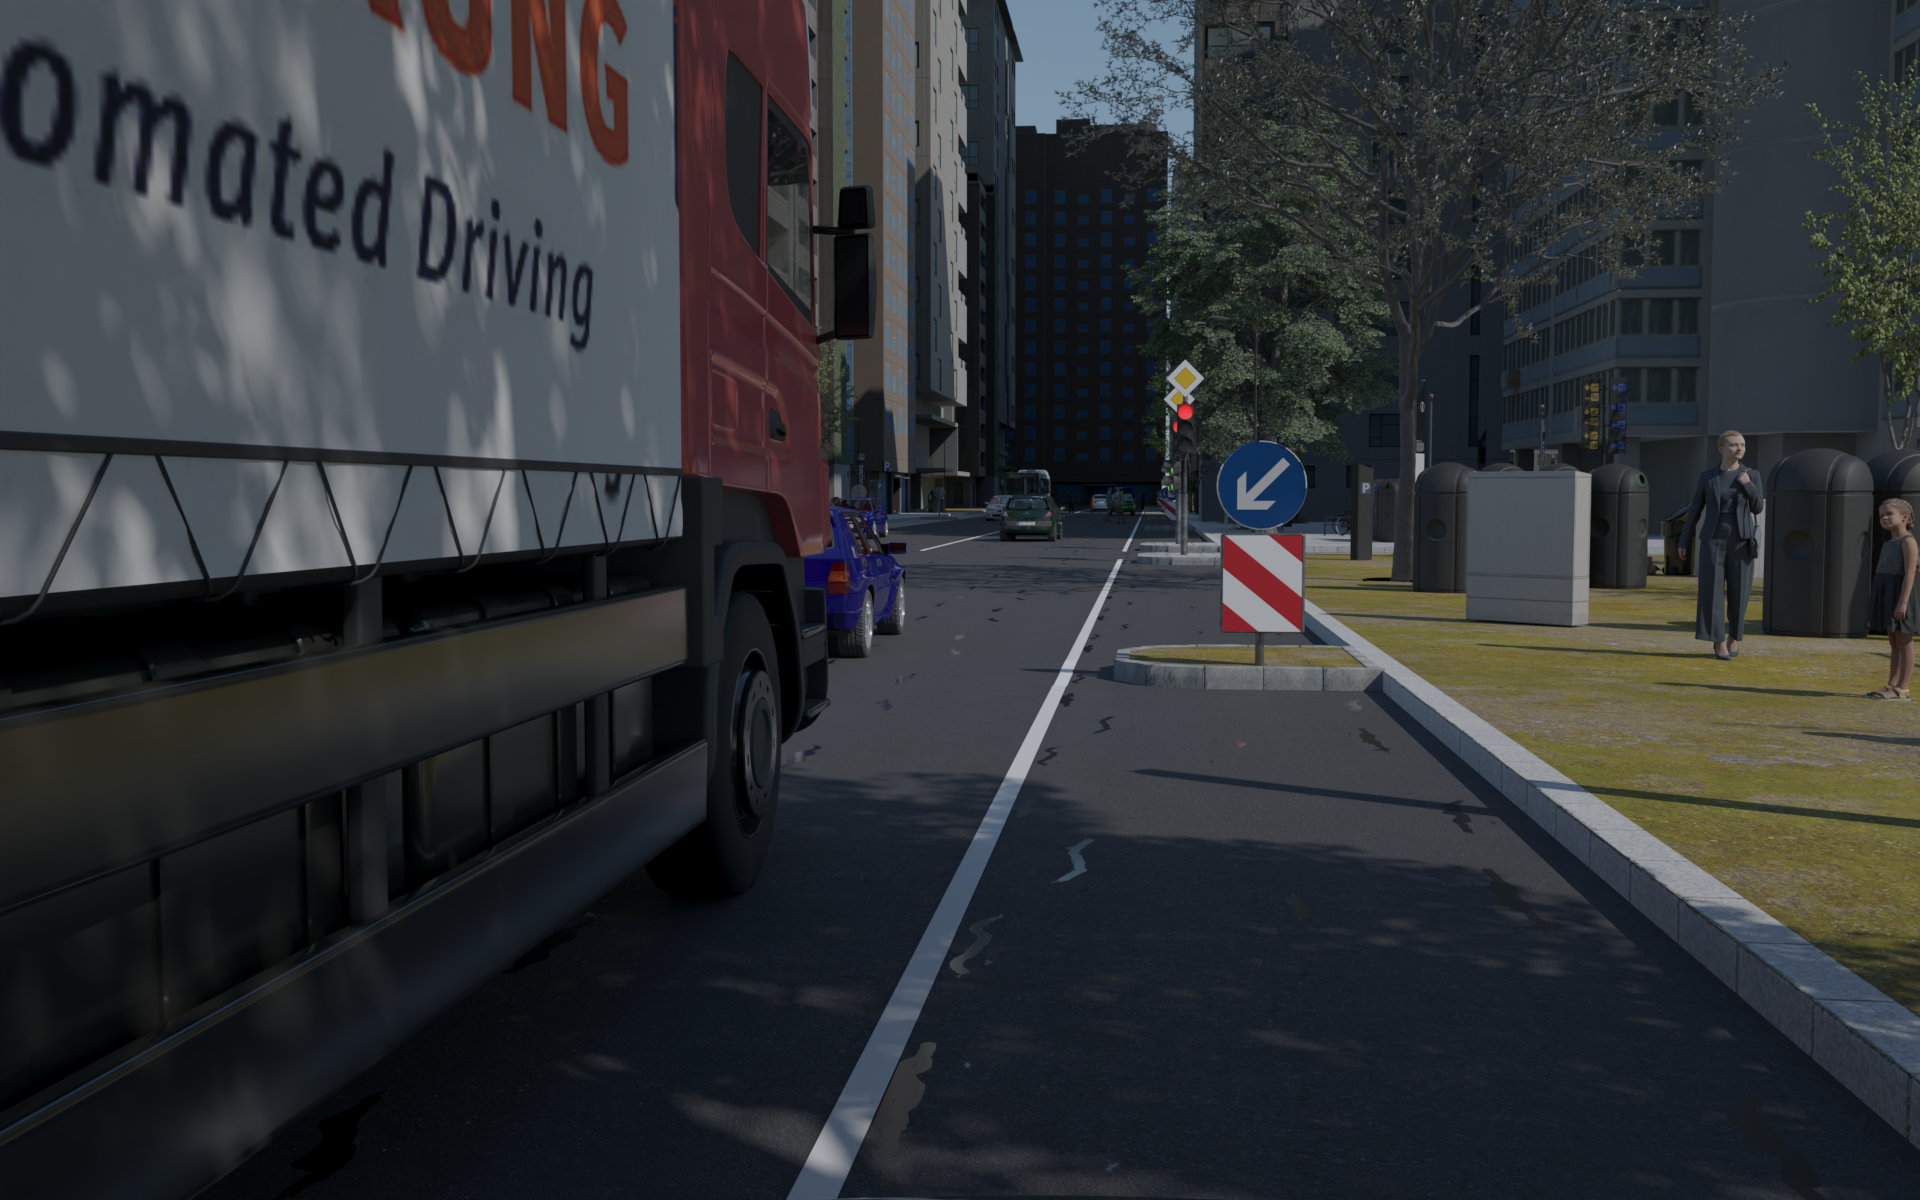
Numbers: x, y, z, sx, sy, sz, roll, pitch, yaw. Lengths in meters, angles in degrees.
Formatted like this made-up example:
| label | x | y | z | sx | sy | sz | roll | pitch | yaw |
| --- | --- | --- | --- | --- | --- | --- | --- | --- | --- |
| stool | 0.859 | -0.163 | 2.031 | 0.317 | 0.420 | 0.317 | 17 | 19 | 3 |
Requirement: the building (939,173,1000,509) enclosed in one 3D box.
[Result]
| label | x | y | z | sx | sy | sz | roll | pitch | yaw |
| --- | --- | --- | --- | --- | --- | --- | --- | --- | --- |
| building | -4.059 | -23.489 | 155.741 | 14.160 | 30.474 | 14.107 | 0 | 4 | 6 |

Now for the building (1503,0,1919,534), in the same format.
| label | x | y | z | sx | sy | sz | roll | pitch | yaw |
| --- | --- | --- | --- | --- | --- | --- | --- | --- | --- |
| building | 31.450 | -22.218 | 55.139 | 23.993 | 40.220 | 32.217 | 0 | 4 | 6 |

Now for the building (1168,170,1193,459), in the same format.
| label | x | y | z | sx | sy | sz | roll | pitch | yaw |
| --- | --- | --- | --- | --- | --- | --- | --- | --- | --- |
| building | 32.200 | -32.070 | 207.937 | 14.086 | 41.232 | 14.154 | 0 | 4 | 6 |

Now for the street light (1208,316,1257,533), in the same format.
| label | x | y | z | sx | sy | sz | roll | pitch | yaw |
| --- | --- | --- | --- | --- | --- | --- | --- | --- | --- |
| street light | 7.162 | -4.448 | 45.265 | 1.470 | 5.913 | 1.316 | 0 | 4 | 6 |

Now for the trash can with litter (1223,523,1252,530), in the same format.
| label | x | y | z | sx | sy | sz | roll | pitch | yaw |
| --- | --- | --- | --- | --- | --- | --- | --- | --- | --- |
| trash can with litter | 10.172 | -3.134 | 62.299 | 1.678 | 1.210 | 2.233 | 0 | 4 | 3 |

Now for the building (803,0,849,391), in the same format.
| label | x | y | z | sx | sy | sz | roll | pitch | yaw |
| --- | --- | --- | --- | --- | --- | --- | --- | --- | --- |
| building | -13.895 | -19.475 | 90.112 | 14.160 | 30.474 | 14.107 | 0 | 4 | 6 |

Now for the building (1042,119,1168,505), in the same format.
| label | x | y | z | sx | sy | sz | roll | pitch | yaw |
| --- | --- | --- | --- | --- | --- | --- | --- | --- | --- |
| building | 17.833 | -34.220 | 209.610 | 14.200 | 45.320 | 14.600 | 0 | 4 | 6 |

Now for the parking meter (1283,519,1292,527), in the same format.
| label | x | y | z | sx | sy | sz | roll | pitch | yaw |
| --- | --- | --- | --- | --- | --- | --- | --- | --- | --- |
| parking meter | 12.740 | -3.775 | 67.440 | 0.399 | 1.863 | 0.255 | -2 | 4 | -29 |

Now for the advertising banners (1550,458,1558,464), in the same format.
| label | x | y | z | sx | sy | sz | roll | pitch | yaw |
| --- | --- | --- | --- | --- | --- | --- | --- | --- | --- |
| advertising banners | 28.071 | -5.348 | 83.632 | 2.074 | 3.025 | 0.090 | -1 | 4 | -21 |

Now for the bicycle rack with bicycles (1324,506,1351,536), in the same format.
| label | x | y | z | sx | sy | sz | roll | pitch | yaw |
| --- | --- | --- | --- | --- | --- | --- | --- | --- | --- |
| bicycle rack with bicycles | 12.422 | -2.425 | 53.028 | 2.852 | 0.926 | 2.925 | -2 | 4 | -33 |

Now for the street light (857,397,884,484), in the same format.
| label | x | y | z | sx | sy | sz | roll | pitch | yaw |
| --- | --- | --- | --- | --- | --- | --- | --- | --- | --- |
| street light | -4.351 | -6.764 | 83.139 | 1.470 | 5.913 | 1.316 | 0 | 4 | 6 |

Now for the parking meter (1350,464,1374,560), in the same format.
| label | x | y | z | sx | sy | sz | roll | pitch | yaw |
| --- | --- | --- | --- | --- | --- | --- | --- | --- | --- |
| parking meter | 7.796 | -1.704 | 33.565 | 0.399 | 1.863 | 0.255 | -1 | 4 | -23 |

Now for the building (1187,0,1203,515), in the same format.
| label | x | y | z | sx | sy | sz | roll | pitch | yaw |
| --- | --- | --- | --- | --- | --- | --- | --- | --- | --- |
| building | 21.497 | -27.929 | 106.750 | 14.600 | 45.320 | 14.200 | 0 | 4 | 6 |

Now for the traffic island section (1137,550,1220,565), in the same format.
| label | x | y | z | sx | sy | sz | roll | pitch | yaw |
| --- | --- | --- | --- | --- | --- | --- | --- | --- | --- |
| traffic island section | 4.725 | -0.862 | 36.375 | 2.009 | 0.180 | 2.903 | 0 | 4 | 6 |

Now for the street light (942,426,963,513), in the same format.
| label | x | y | z | sx | sy | sz | roll | pitch | yaw |
| --- | --- | --- | --- | --- | --- | --- | --- | --- | --- |
| street light | -0.520 | -8.955 | 118.957 | 1.470 | 5.913 | 1.316 | 0 | 4 | 6 |

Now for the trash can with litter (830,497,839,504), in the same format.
| label | x | y | z | sx | sy | sz | roll | pitch | yaw |
| --- | --- | --- | --- | --- | --- | --- | --- | --- | --- |
| trash can with litter | -5.727 | -3.981 | 76.470 | 0.624 | 1.170 | 1.055 | 3 | 5 | 44 |

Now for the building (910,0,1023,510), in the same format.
| label | x | y | z | sx | sy | sz | roll | pitch | yaw |
| --- | --- | --- | --- | --- | --- | --- | --- | --- | --- |
| building | -8.121 | -36.313 | 182.949 | 27.495 | 52.752 | 28.713 | 0 | 4 | 6 |

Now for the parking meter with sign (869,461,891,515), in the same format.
| label | x | y | z | sx | sy | sz | roll | pitch | yaw |
| --- | --- | --- | --- | --- | --- | --- | --- | --- | --- |
| parking meter with sign | -4.504 | -5.888 | 92.535 | 1.738 | 3.016 | 0.543 | 3 | 5 | 43 |

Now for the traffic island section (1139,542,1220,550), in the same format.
| label | x | y | z | sx | sy | sz | roll | pitch | yaw |
| --- | --- | --- | --- | --- | --- | --- | --- | --- | --- |
| traffic island section | 5.606 | -1.347 | 44.311 | 2.009 | 0.180 | 2.903 | 0 | 4 | 6 |

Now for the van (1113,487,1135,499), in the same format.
| label | x | y | z | sx | sy | sz | roll | pitch | yaw |
| --- | --- | --- | --- | --- | --- | --- | --- | --- | --- |
| van | 14.254 | -9.021 | 151.869 | 2.240 | 2.365 | 5.245 | 0 | 4 | 5 |

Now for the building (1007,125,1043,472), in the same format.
| label | x | y | z | sx | sy | sz | roll | pitch | yaw |
| --- | --- | --- | --- | --- | --- | --- | --- | --- | --- |
| building | 3.671 | -34.289 | 210.736 | 14.200 | 45.320 | 14.600 | 0 | 4 | 6 |

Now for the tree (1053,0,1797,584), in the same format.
| label | x | y | z | sx | sy | sz | roll | pitch | yaw |
| --- | --- | --- | --- | --- | --- | --- | --- | --- | --- |
| tree | 6.535 | -7.001 | 24.843 | 12.009 | 13.543 | 11.850 | 0 | 3 | 0 |

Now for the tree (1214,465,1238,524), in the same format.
| label | x | y | z | sx | sy | sz | roll | pitch | yaw |
| --- | --- | --- | --- | --- | --- | --- | --- | --- | --- |
| tree | 11.920 | -4.953 | 75.586 | 1.663 | 3.219 | 1.824 | 0 | 3 | 0 |

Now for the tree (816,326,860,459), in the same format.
| label | x | y | z | sx | sy | sz | roll | pitch | yaw |
| --- | --- | --- | --- | --- | --- | --- | --- | --- | --- |
| tree | -6.639 | -7.739 | 76.896 | 4.737 | 8.622 | 4.395 | 0 | 3 | 0 |

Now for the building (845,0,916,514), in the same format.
| label | x | y | z | sx | sy | sz | roll | pitch | yaw |
| --- | --- | --- | --- | --- | --- | --- | --- | --- | --- |
| building | -10.701 | -28.237 | 111.782 | 14.600 | 45.320 | 14.200 | 0 | 4 | 6 |

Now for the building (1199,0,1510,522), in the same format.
| label | x | y | z | sx | sy | sz | roll | pitch | yaw |
| --- | --- | --- | --- | --- | --- | --- | --- | --- | --- |
| building | 18.900 | -19.177 | 85.243 | 14.160 | 30.474 | 14.107 | 0 | 4 | 6 |

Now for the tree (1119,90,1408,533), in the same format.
| label | x | y | z | sx | sy | sz | roll | pitch | yaw |
| --- | --- | --- | --- | --- | --- | --- | --- | --- | --- |
| tree | 9.979 | -9.119 | 55.744 | 9.857 | 13.997 | 8.962 | 0 | 3 | 0 |

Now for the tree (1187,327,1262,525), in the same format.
| label | x | y | z | sx | sy | sz | roll | pitch | yaw |
| --- | --- | --- | --- | --- | --- | --- | --- | --- | --- |
| tree | 11.069 | -7.435 | 71.932 | 4.360 | 8.622 | 3.978 | 0 | 3 | 0 |

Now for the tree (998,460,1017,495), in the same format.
| label | x | y | z | sx | sy | sz | roll | pitch | yaw |
| --- | --- | --- | --- | --- | --- | --- | --- | --- | --- |
| tree | 3.958 | -11.107 | 165.320 | 4.285 | 4.588 | 4.351 | 0 | 3 | 0 |

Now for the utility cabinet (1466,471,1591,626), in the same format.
| label | x | y | z | sx | sy | sz | roll | pitch | yaw |
| --- | --- | --- | --- | --- | --- | --- | --- | --- | --- |
| utility cabinet | 5.602 | -0.514 | 17.091 | 0.318 | 1.500 | 1.173 | -3 | 5 | -40 |

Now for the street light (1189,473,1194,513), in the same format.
| label | x | y | z | sx | sy | sz | roll | pitch | yaw |
| --- | --- | --- | --- | --- | --- | --- | --- | --- | --- |
| street light | 15.249 | -8.903 | 118.104 | 1.470 | 5.913 | 1.316 | 0 | 4 | 6 |

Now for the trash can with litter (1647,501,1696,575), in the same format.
| label | x | y | z | sx | sy | sz | roll | pitch | yaw |
| --- | --- | --- | --- | --- | --- | --- | --- | --- | --- |
| trash can with litter | 11.163 | -0.980 | 27.405 | 1.055 | 1.170 | 0.624 | 0 | 4 | 6 |

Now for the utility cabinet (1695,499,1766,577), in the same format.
| label | x | y | z | sx | sy | sz | roll | pitch | yaw |
| --- | --- | --- | --- | --- | --- | --- | --- | --- | --- |
| utility cabinet | 11.886 | -0.950 | 26.688 | 1.020 | 1.237 | 0.306 | 0 | 4 | -8 |

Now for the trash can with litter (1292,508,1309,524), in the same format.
| label | x | y | z | sx | sy | sz | roll | pitch | yaw |
| --- | --- | --- | --- | --- | --- | --- | --- | --- | --- |
| trash can with litter | 14.660 | -3.911 | 75.327 | 1.055 | 1.170 | 0.624 | -3 | 4 | -39 |

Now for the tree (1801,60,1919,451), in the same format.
| label | x | y | z | sx | sy | sz | roll | pitch | yaw |
| --- | --- | --- | --- | --- | --- | --- | --- | --- | --- |
| tree | 16.310 | -4.851 | 29.682 | 4.737 | 8.622 | 4.395 | 0 | 3 | 0 |

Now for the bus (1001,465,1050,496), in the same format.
| label | x | y | z | sx | sy | sz | roll | pitch | yaw |
| --- | --- | --- | --- | --- | --- | --- | --- | --- | --- |
| bus | 4.997 | -8.150 | 128.120 | 2.948 | 3.499 | 13.247 | 0 | 4 | 6 |
